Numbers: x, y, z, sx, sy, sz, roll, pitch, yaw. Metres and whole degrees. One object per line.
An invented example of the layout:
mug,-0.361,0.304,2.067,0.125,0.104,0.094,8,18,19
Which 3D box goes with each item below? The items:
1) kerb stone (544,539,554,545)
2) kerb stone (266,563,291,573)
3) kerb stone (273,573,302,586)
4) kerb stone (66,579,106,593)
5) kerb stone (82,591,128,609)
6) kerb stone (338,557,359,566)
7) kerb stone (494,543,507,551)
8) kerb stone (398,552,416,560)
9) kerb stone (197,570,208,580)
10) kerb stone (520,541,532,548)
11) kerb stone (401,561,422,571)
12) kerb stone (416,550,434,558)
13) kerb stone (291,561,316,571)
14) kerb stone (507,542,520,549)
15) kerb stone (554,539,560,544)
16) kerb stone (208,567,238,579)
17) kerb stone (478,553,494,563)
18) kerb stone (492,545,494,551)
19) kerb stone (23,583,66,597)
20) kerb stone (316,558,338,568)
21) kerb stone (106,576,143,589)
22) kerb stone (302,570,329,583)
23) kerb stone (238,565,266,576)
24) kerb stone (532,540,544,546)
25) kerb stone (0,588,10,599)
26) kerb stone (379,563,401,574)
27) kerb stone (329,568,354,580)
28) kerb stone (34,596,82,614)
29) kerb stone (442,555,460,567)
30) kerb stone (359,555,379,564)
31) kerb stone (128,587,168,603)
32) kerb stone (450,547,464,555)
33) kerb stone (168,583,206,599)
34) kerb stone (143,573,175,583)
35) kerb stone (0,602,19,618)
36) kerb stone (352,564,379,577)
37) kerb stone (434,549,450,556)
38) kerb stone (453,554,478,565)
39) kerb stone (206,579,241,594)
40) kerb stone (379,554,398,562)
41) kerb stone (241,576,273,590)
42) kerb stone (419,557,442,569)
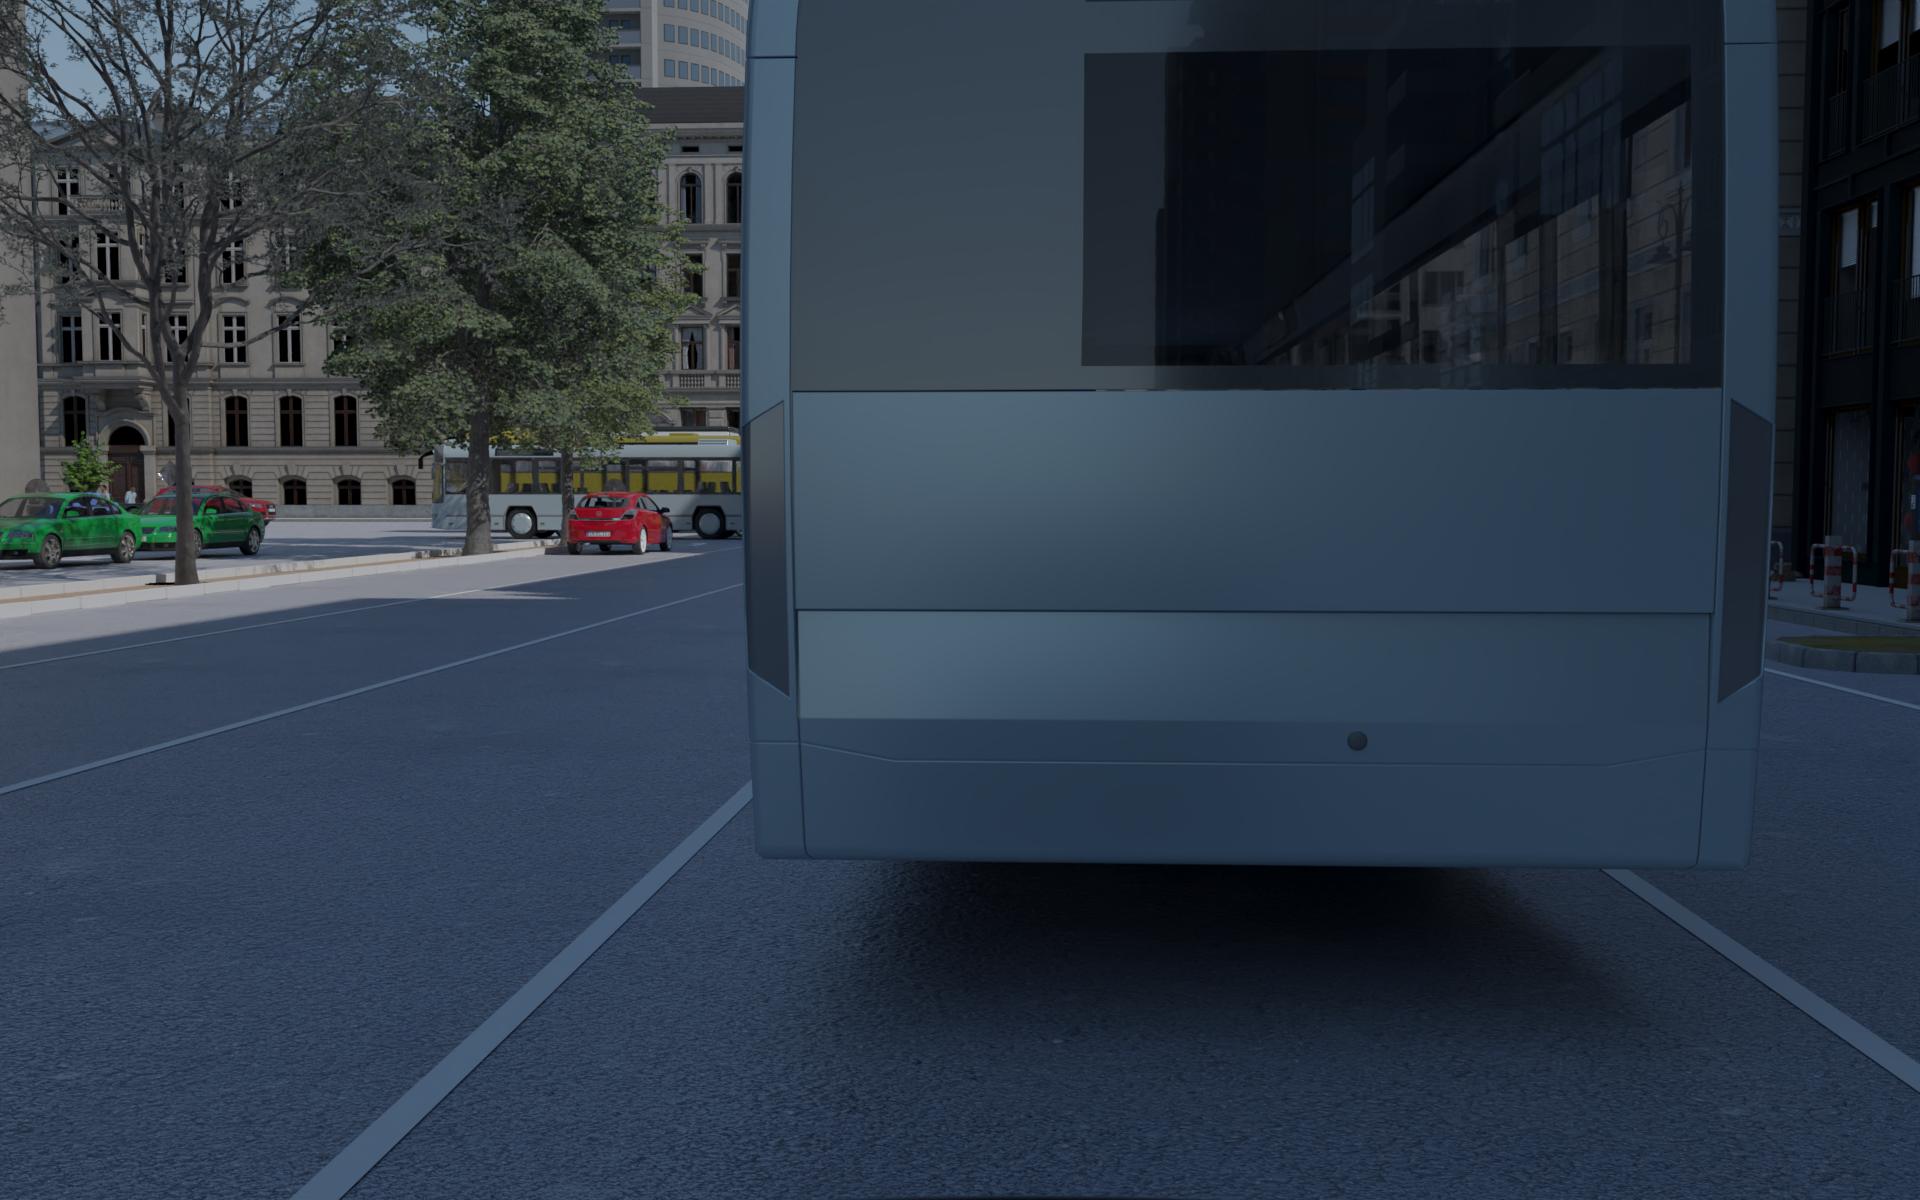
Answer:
kerb stone,-11.527,-1.581,48.045,0.120,0.150,1.000,0,4,3
kerb stone,-12.529,-0.574,31.576,0.120,0.150,1.000,0,4,3
kerb stone,-10.687,-0.311,27.273,0.120,0.150,1.000,0,4,3
kerb stone,-12.899,-0.192,25.405,0.120,0.150,1.000,0,4,3
kerb stone,-10.989,0.005,22.121,0.120,0.150,1.000,0,4,3
kerb stone,-12.344,-0.763,34.668,0.120,0.150,1.000,0,4,3
kerb stone,-11.769,-1.328,43.915,0.120,0.150,1.000,0,4,3
kerb stone,-12.152,-0.942,37.753,0.120,0.150,1.000,0,4,3
kerb stone,-12.711,-0.385,28.486,0.120,0.150,1.000,0,4,3
kerb stone,-11.646,-1.454,45.975,0.120,0.150,1.000,0,4,3
kerb stone,-10.371,-0.626,32.426,0.120,0.150,1.000,0,4,3
kerb stone,-12.084,-1.014,38.780,0.120,0.150,1.000,0,4,3
kerb stone,-12.458,-0.637,32.612,0.120,0.150,1.000,0,4,3
kerb stone,-11.710,-1.392,44.949,0.120,0.150,1.000,0,4,3
kerb stone,-11.456,-1.644,49.075,0.120,0.150,1.000,0,4,3
kerb stone,-12.651,-0.447,29.524,0.120,0.150,1.000,0,4,3
kerb stone,-10.114,-0.872,36.566,0.120,0.150,1.000,0,4,3
kerb stone,-11.834,-1.261,42.889,0.120,0.150,1.000,0,4,3
kerb stone,-12.967,-0.133,24.378,0.120,0.150,1.000,0,4,3
kerb stone,-12.394,-0.697,33.638,0.120,0.150,1.000,0,4,3
kerb stone,-12.838,-0.259,26.431,0.120,0.150,1.000,0,4,3
kerb stone,-10.620,-0.373,28.299,0.120,0.150,1.000,0,4,3
kerb stone,-12.583,-0.511,30.550,0.120,0.150,1.000,0,4,3
kerb stone,-11.584,-1.517,47.017,0.120,0.150,1.000,0,4,3
kerb stone,-13.024,-0.066,23.332,0.120,0.150,1.000,0,4,3
kerb stone,-10.434,-0.559,31.396,0.120,0.150,1.000,0,4,3
kerb stone,-10.562,-0.436,29.329,0.120,0.150,1.000,0,4,3
kerb stone,-11.064,0.074,21.092,0.120,0.150,1.000,0,4,3
kerb stone,-10.247,-0.753,34.502,0.120,0.150,1.000,0,4,3
kerb stone,-12.278,-0.826,35.695,0.120,0.150,1.000,0,4,3
kerb stone,-10.933,-0.058,23.150,0.120,0.150,1.000,0,4,3
kerb stone,-11.968,-1.139,40.833,0.120,0.150,1.000,0,4,3
kerb stone,-10.865,-0.120,24.180,0.120,0.150,1.000,0,4,3
kerb stone,-12.785,-0.322,27.460,0.120,0.150,1.000,0,4,3
kerb stone,-11.119,0.130,20.065,0.120,0.150,1.000,0,4,3
kerb stone,-10.496,-0.500,30.368,0.120,0.150,1.000,0,4,3
kerb stone,-12.023,-1.074,39.807,0.120,0.150,1.000,0,4,3
kerb stone,-10.173,-0.816,35.539,0.120,0.150,1.000,0,4,3
kerb stone,-10.806,-0.184,25.211,0.120,0.150,1.000,0,4,3
kerb stone,-12.213,-0.889,36.726,0.120,0.150,1.000,0,4,3
kerb stone,-10.737,-0.247,26.241,0.120,0.150,1.000,0,4,3
kerb stone,-10.307,-0.689,33.468,0.120,0.150,1.000,0,4,3
